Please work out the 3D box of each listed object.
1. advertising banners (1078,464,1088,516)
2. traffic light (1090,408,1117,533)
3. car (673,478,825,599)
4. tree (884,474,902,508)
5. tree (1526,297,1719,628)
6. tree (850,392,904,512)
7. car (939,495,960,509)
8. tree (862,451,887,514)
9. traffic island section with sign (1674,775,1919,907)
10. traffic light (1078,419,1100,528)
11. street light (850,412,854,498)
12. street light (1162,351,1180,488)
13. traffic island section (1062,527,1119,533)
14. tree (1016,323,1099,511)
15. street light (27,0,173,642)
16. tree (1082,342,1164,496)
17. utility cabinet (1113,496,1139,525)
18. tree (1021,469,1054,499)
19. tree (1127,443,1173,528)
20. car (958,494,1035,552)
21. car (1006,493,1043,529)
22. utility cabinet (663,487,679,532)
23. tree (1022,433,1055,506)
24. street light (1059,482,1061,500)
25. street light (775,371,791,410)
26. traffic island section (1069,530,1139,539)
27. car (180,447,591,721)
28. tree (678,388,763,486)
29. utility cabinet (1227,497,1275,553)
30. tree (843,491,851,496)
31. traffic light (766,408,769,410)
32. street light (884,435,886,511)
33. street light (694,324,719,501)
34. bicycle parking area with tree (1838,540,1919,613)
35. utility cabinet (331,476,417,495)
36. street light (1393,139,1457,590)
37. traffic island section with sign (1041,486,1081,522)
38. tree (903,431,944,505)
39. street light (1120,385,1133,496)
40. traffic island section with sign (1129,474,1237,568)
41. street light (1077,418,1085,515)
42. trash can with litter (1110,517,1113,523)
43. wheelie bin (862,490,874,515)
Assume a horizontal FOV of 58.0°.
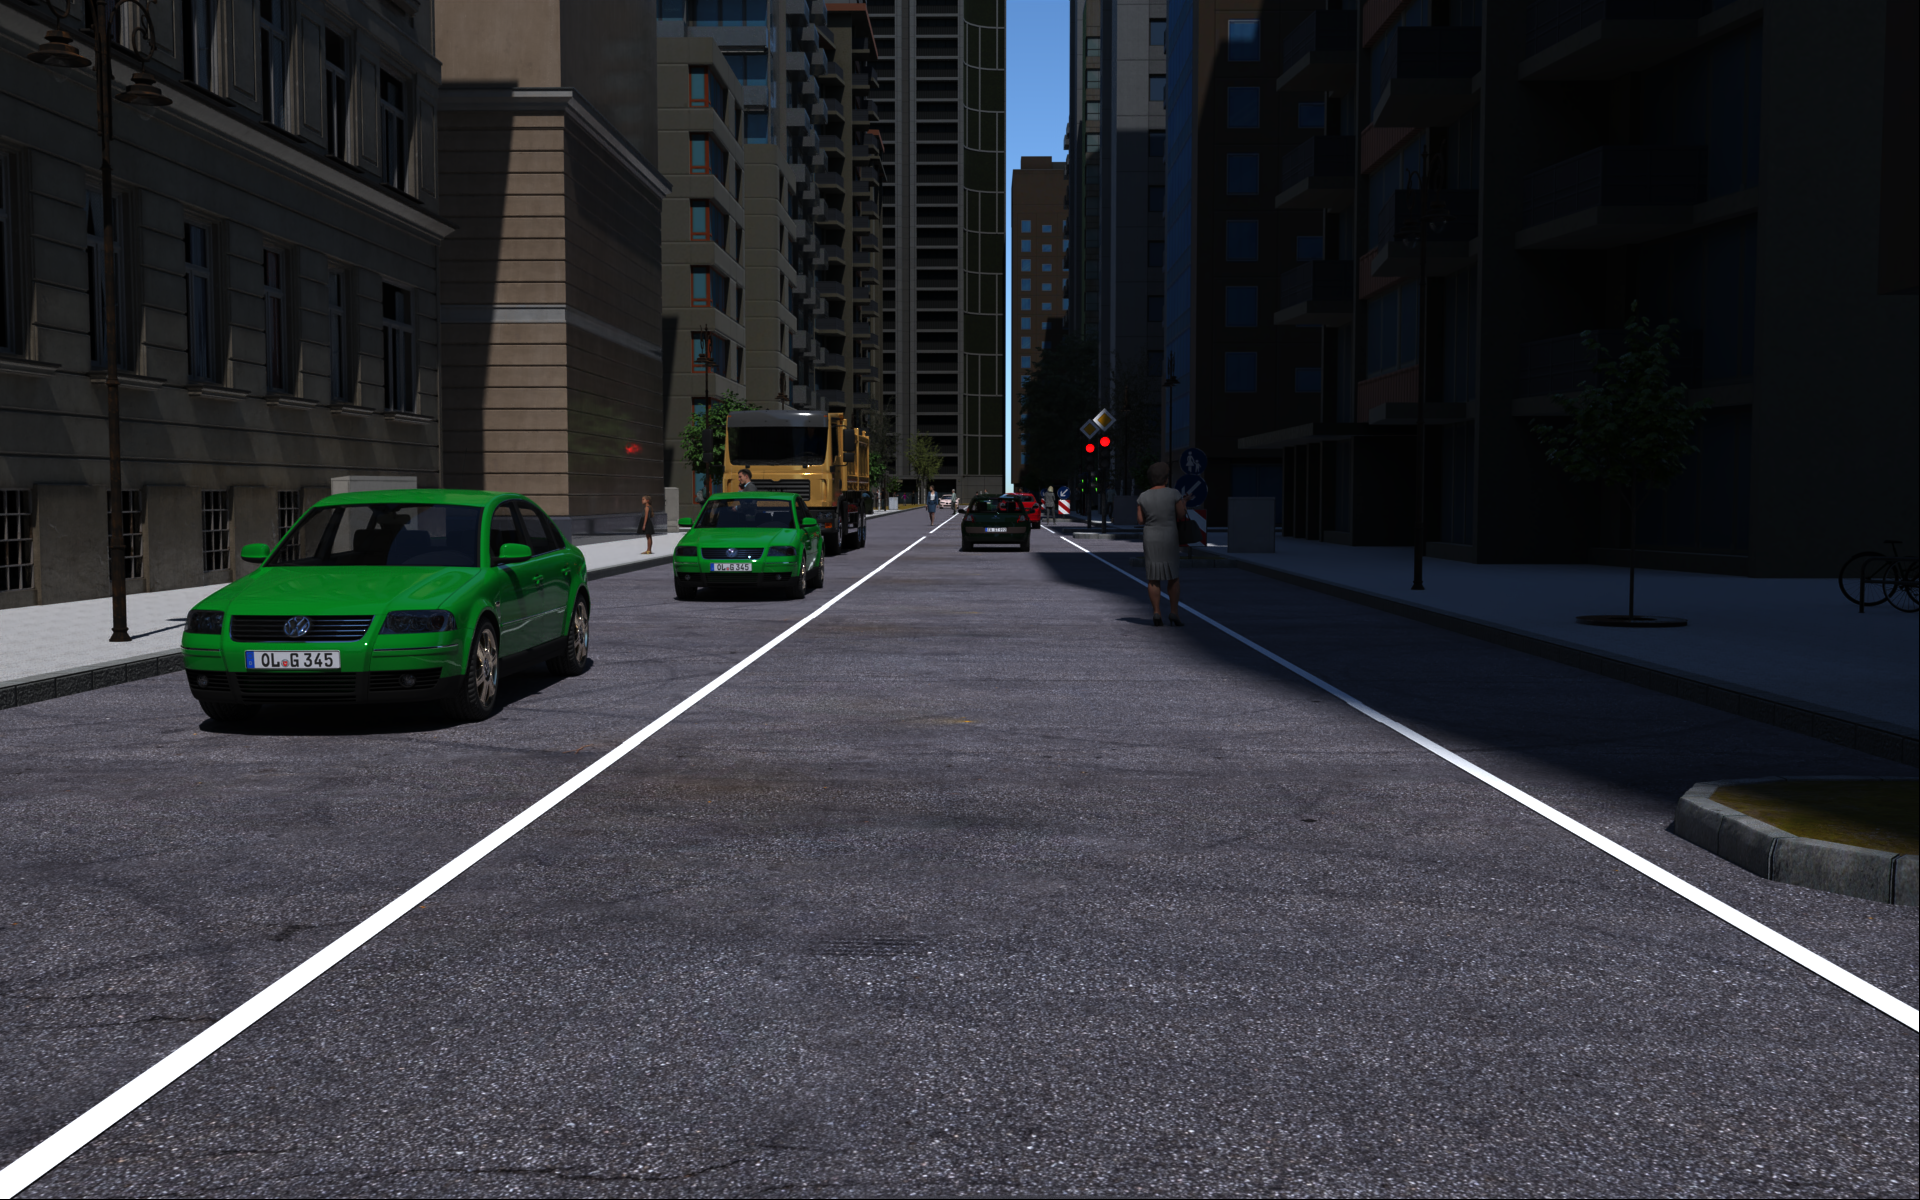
[{"bbox_3d":[7.367,-6.501,102.475,0.090,3.025,2.074,2,4,25],"label":"advertising banners"},{"bbox_3d":[4.688,-4.134,56.516,0.839,4.253,0.868,0,4,1],"label":"traffic light"},{"bbox_3d":[-2.987,-0.993,25.036,1.959,1.807,4.718,0,4,0],"label":"car"},{"bbox_3d":[-6.292,-10.429,165.123,1.663,3.219,1.824,0,3,0],"label":"tree"},{"bbox_3d":[6.698,-1.380,17.162,1.663,3.219,1.824,0,3,0],"label":"tree"},{"bbox_3d":[-5.799,-10.540,122.697,4.360,8.622,3.978,0,3,0],"label":"tree"},{"bbox_3d":[-1.049,-9.602,169.350,2.083,1.381,4.827,0,4,1],"label":"car"},{"bbox_3d":[-6.396,-7.943,113.587,4.285,4.588,4.351,0,3,0],"label":"tree"},{"bbox_3d":[4.002,0.111,6.813,1.989,1.847,2.006,0,4,1],"label":"traffic island section with sign"},{"bbox_3d":[4.806,-4.623,64.500,0.839,4.253,0.868,0,4,1],"label":"traffic light"},{"bbox_3d":[-6.049,-7.645,97.789,0.468,5.910,1.993,0,4,1],"label":"street light"},{"bbox_3d":[6.807,-5.088,55.978,0.468,5.910,1.993,0,4,1],"label":"street light"},{"bbox_3d":[4.845,-2.589,64.613,2.009,0.180,2.903,0,4,1],"label":"traffic island section"},{"bbox_3d":[8.428,-13.710,130.819,9.857,13.997,8.962,0,3,0],"label":"tree"},{"bbox_3d":[-7.322,-2.577,14.925,0.468,5.910,1.993,0,4,1],"label":"street light"},{"bbox_3d":[8.462,-8.191,84.277,4.360,8.622,3.978,0,3,0],"label":"tree"},{"bbox_3d":[6.874,-3.703,71.706,1.020,1.237,0.306,1,4,10],"label":"utility cabinet"},{"bbox_3d":[10.016,-14.221,216.233,4.285,4.588,4.351,0,3,0],"label":"tree"},{"bbox_3d":[7.242,-4.344,65.629,1.663,3.219,1.824,0,3,0],"label":"tree"},{"bbox_3d":[0.933,-2.116,44.380,2.009,1.686,4.222,0,4,2],"label":"car"},{"bbox_3d":[2.419,-3.892,72.670,2.155,1.783,4.494,0,4,0],"label":"car"},{"bbox_3d":[-9.921,-2.985,57.478,1.173,1.500,0.318,-2,4,-34],"label":"utility cabinet"},{"bbox_3d":[8.626,-14.432,186.330,4.737,8.622,4.395,0,3,0],"label":"tree"},{"bbox_3d":[7.969,-10.107,138.032,0.468,5.910,1.993,0,4,1],"label":"street light"},{"bbox_3d":[-6.639,-5.643,65.057,0.468,5.910,1.993,0,4,1],"label":"street light"},{"bbox_3d":[4.728,-2.101,56.629,2.009,0.180,2.903,0,4,1],"label":"traffic island section"},{"bbox_3d":[-3.871,-0.216,12.330,1.959,1.807,4.718,0,4,0],"label":"car"},{"bbox_3d":[-7.047,-4.278,53.664,4.285,4.588,4.351,0,3,0],"label":"tree"},{"bbox_3d":[6.367,-1.632,37.853,1.020,1.237,0.306,1,4,8],"label":"utility cabinet"},{"bbox_3d":[-9.195,-8.674,136.415,1.663,3.219,1.824,0,3,0],"label":"tree"},{"bbox_3d":[-6.272,-4.143,56.660,0.839,4.253,0.868,0,4,1],"label":"traffic light"},{"bbox_3d":[-5.627,-9.618,130.039,0.468,5.910,1.993,0,4,1],"label":"street light"},{"bbox_3d":[-6.885,-4.550,47.175,0.468,5.910,1.993,0,4,1],"label":"street light"},{"bbox_3d":[14.275,-1.929,18.542,8.231,4.147,9.016,-2,4,-26],"label":"bicycle parking area with tree"},{"bbox_3d":[-7.241,-0.781,21.448,0.318,1.500,1.173,2,4,24],"label":"utility cabinet"},{"bbox_3d":[6.147,-3.076,23.074,0.468,5.910,1.993,0,4,1],"label":"street light"},{"bbox_3d":[5.219,-4.929,89.209,1.989,1.847,2.006,0,4,1],"label":"traffic island section with sign"},{"bbox_3d":[-4.496,-15.100,197.241,4.737,8.622,4.395,0,3,0],"label":"tree"},{"bbox_3d":[7.029,-6.150,73.335,0.468,5.910,1.993,0,4,1],"label":"street light"},{"bbox_3d":[4.410,-1.588,34.584,1.989,1.847,2.006,0,4,1],"label":"traffic island section with sign"},{"bbox_3d":[7.411,-8.127,105.667,0.468,5.910,1.993,0,4,1],"label":"street light"},{"bbox_3d":[6.905,-3.983,76.511,0.624,1.170,1.055,-1,4,-17],"label":"trash can with litter"},{"bbox_3d":[-5.770,-6.154,108.520,0.693,1.594,0.980,1,4,9],"label":"wheelie bin"}]
